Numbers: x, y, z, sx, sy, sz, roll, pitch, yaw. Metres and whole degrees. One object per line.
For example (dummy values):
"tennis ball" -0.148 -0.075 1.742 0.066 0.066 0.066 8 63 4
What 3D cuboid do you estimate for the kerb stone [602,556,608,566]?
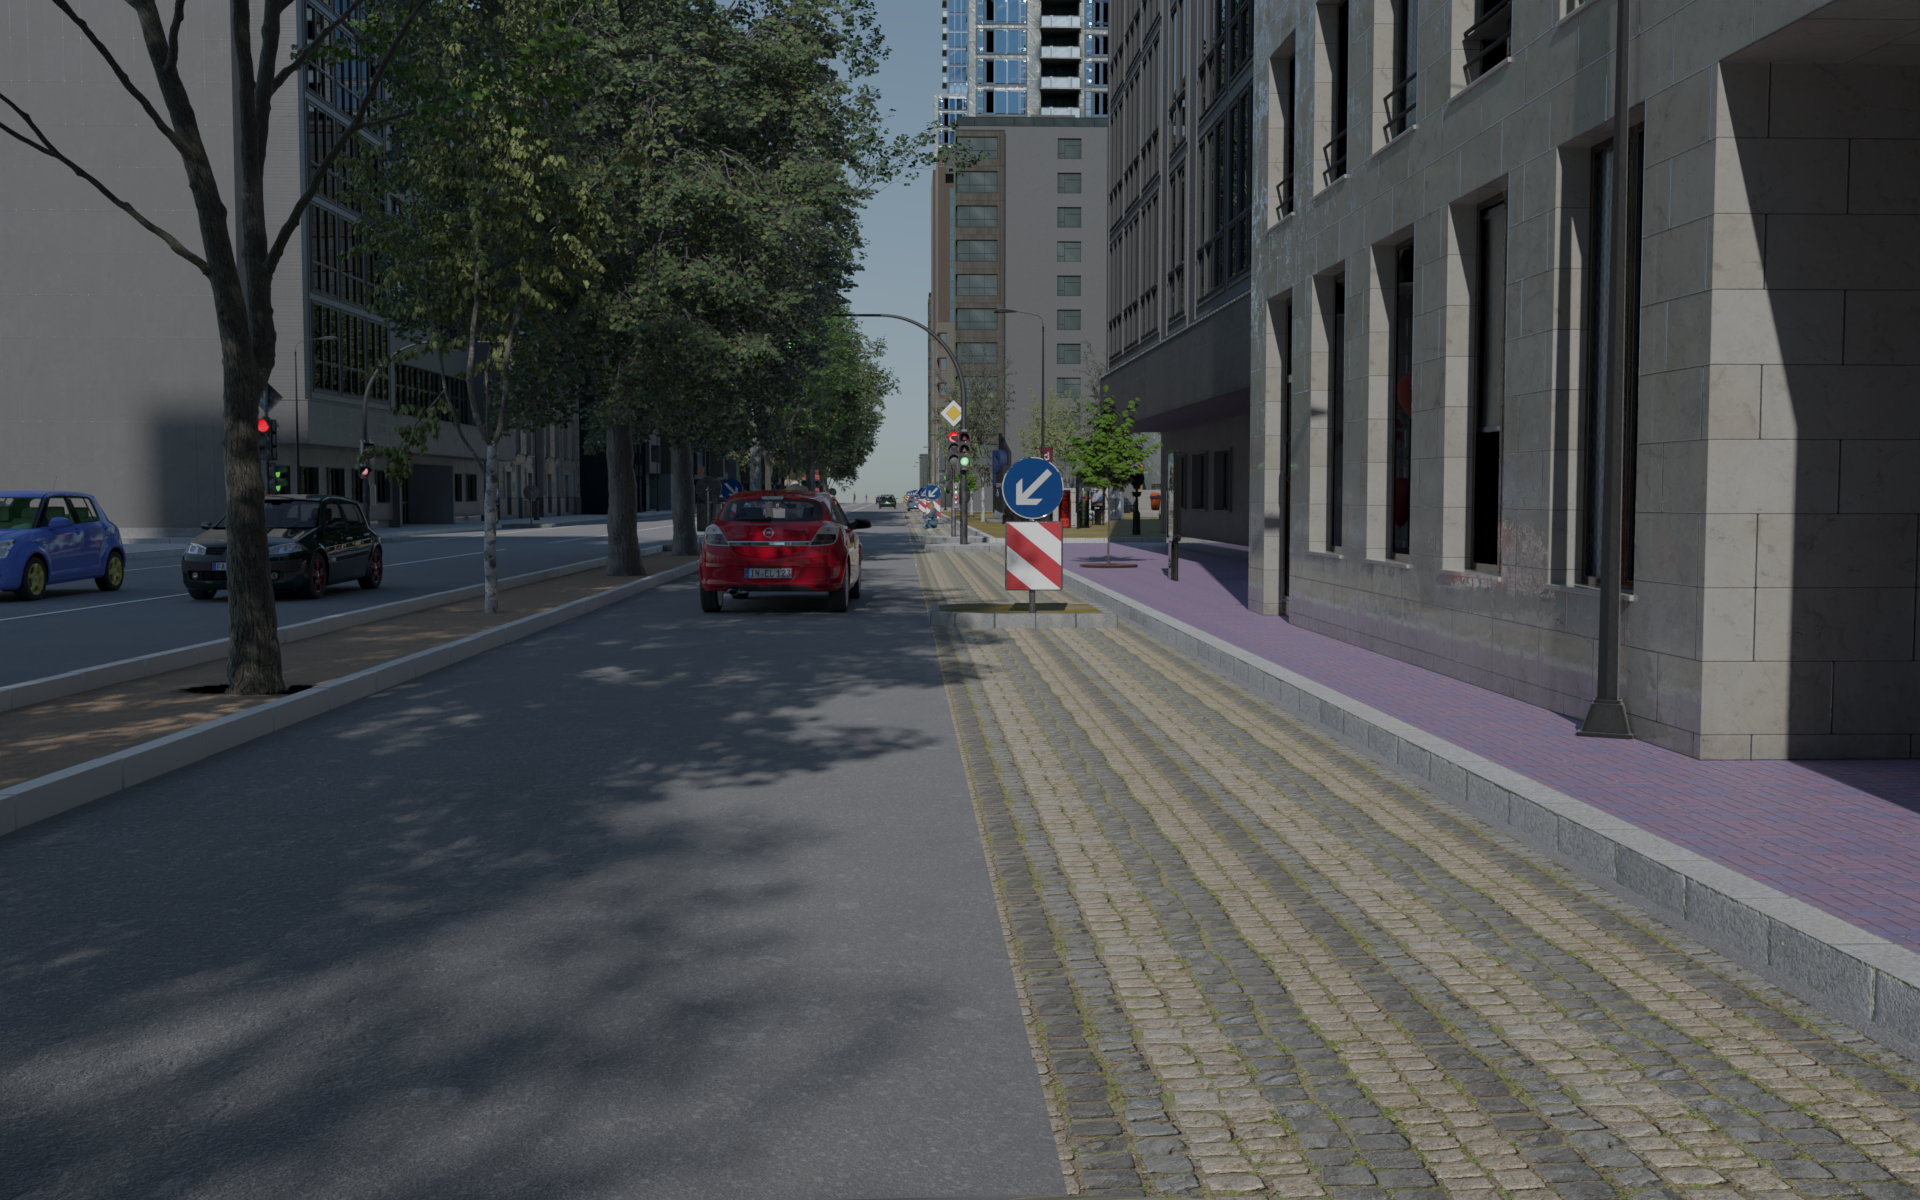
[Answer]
"kerb stone" -7.148 -0.753 34.499 0.120 0.150 1.000 0 4 -2

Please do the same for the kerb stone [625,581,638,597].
"kerb stone" -4.692 -0.127 24.297 0.120 0.150 1.000 0 4 -2

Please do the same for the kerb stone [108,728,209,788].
"kerb stone" -4.144 0.815 8.923 0.120 0.150 1.000 0 4 -2

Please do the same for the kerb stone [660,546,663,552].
"kerb stone" -7.434 -1.253 42.685 0.120 0.150 1.000 0 4 -2

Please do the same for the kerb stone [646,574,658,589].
"kerb stone" -4.761 -0.254 26.351 0.120 0.150 1.000 0 4 -2

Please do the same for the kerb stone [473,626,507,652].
"kerb stone" -4.404 0.375 16.095 0.120 0.150 1.000 0 4 -2

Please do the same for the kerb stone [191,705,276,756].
"kerb stone" -4.187 0.753 9.944 0.120 0.150 1.000 0 4 -2

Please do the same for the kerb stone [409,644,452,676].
"kerb stone" -4.331 0.498 14.049 0.120 0.150 1.000 0 4 -2

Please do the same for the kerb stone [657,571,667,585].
"kerb stone" -4.802 -0.316 27.372 0.120 0.150 1.000 0 4 -2

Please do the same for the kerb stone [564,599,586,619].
"kerb stone" -4.546 0.123 20.189 0.120 0.150 1.000 0 4 -2

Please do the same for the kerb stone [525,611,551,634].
"kerb stone" -4.470 0.249 18.142 0.120 0.150 1.000 0 4 -2

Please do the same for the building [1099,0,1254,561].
"building" 10.924 -14.525 30.991 14.314 27.812 24.014 0 4 -2

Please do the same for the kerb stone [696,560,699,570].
"kerb stone" -4.993 -0.627 32.513 0.120 0.150 1.000 0 4 -2

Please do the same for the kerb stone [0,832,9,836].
"kerb stone" -4.069 0.937 6.874 0.120 0.150 1.000 0 4 -2

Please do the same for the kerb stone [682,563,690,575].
"kerb stone" -4.908 -0.506 30.465 0.120 0.150 1.000 0 4 -2

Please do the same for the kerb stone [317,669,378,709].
"kerb stone" -4.261 0.624 12.001 0.120 0.150 1.000 0 4 -2

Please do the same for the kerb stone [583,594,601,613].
"kerb stone" -4.576 0.060 21.227 0.120 0.150 1.000 0 4 -2

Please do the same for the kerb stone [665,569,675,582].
"kerb stone" -4.841 -0.380 28.408 0.120 0.150 1.000 0 4 -2

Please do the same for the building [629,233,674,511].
"building" -29.662 -22.096 132.965 14.160 30.474 14.107 0 4 -2

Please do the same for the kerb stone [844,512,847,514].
"kerb stone" -8.259 -6.303 125.262 0.120 0.150 1.000 0 4 -2

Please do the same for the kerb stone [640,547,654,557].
"kerb stone" -7.372 -1.124 40.642 0.120 0.150 1.000 0 4 -2

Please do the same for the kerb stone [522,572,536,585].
"kerb stone" -6.898 -0.314 27.328 0.120 0.150 1.000 0 4 -2

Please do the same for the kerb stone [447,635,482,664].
"kerb stone" -4.364 0.441 15.072 0.120 0.150 1.000 0 4 -2

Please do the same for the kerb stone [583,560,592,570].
"kerb stone" -7.081 -0.627 32.440 0.120 0.150 1.000 0 4 -2

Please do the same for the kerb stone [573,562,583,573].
"kerb stone" -7.043 -0.564 31.418 0.120 0.150 1.000 0 4 -2

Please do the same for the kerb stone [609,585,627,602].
"kerb stone" -4.655 -0.066 23.276 0.120 0.150 1.000 0 4 -2

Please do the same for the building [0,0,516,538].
"building" -27.157 -15.045 65.044 14.314 24.678 30.058 0 4 -2

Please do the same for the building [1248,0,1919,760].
"building" 8.662 -9.512 10.275 10.420 20.320 16.860 0 4 -2

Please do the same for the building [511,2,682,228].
"building" -31.275 -30.366 146.591 14.600 45.320 14.200 0 4 -2

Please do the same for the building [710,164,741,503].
"building" -31.854 -30.957 189.736 14.154 41.232 14.086 0 4 -2

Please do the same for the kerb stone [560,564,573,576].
"kerb stone" -6.999 -0.501 30.393 0.120 0.150 1.000 0 4 -2

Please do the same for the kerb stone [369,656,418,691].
"kerb stone" -4.298 0.561 13.023 0.120 0.150 1.000 0 4 -2

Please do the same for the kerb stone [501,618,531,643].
"kerb stone" -4.429 0.310 17.120 0.120 0.150 1.000 0 4 -2

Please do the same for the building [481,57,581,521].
"building" -28.477 -18.107 93.305 12.463 27.353 25.104 0 4 -2

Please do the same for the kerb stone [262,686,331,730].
"kerb stone" -4.224 0.691 10.971 0.120 0.150 1.000 0 4 -2

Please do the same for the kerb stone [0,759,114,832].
"kerb stone" -4.109 0.874 7.901 0.120 0.150 1.000 0 4 -2

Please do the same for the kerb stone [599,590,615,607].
"kerb stone" -4.615 0.002 22.253 0.120 0.150 1.000 0 4 -2

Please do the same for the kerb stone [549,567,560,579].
"kerb stone" -6.978 -0.437 29.371 0.120 0.150 1.000 0 4 -2

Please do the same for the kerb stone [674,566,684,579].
"kerb stone" -4.862 -0.442 29.432 0.120 0.150 1.000 0 4 -2

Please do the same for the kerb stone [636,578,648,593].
"kerb stone" -4.726 -0.192 25.327 0.120 0.150 1.000 0 4 -2

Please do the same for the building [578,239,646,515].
"building" -28.171 -17.409 114.320 12.332 23.373 15.834 0 4 -2

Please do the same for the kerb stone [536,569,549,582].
"kerb stone" -6.932 -0.376 28.349 0.120 0.150 1.000 0 4 -2

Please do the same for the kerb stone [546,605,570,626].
"kerb stone" -4.506 0.186 19.168 0.120 0.150 1.000 0 4 -2

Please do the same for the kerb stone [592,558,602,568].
"kerb stone" -7.119 -0.689 33.466 0.120 0.150 1.000 0 4 -2

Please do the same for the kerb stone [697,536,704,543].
"kerb stone" -7.786 -1.850 52.539 0.120 0.150 1.000 0 4 -2

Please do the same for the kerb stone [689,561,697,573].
"kerb stone" -4.943 -0.569 31.492 0.120 0.150 1.000 0 4 -2

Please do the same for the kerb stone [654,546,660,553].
"kerb stone" -7.412 -1.191 41.663 0.120 0.150 1.000 0 4 -2
